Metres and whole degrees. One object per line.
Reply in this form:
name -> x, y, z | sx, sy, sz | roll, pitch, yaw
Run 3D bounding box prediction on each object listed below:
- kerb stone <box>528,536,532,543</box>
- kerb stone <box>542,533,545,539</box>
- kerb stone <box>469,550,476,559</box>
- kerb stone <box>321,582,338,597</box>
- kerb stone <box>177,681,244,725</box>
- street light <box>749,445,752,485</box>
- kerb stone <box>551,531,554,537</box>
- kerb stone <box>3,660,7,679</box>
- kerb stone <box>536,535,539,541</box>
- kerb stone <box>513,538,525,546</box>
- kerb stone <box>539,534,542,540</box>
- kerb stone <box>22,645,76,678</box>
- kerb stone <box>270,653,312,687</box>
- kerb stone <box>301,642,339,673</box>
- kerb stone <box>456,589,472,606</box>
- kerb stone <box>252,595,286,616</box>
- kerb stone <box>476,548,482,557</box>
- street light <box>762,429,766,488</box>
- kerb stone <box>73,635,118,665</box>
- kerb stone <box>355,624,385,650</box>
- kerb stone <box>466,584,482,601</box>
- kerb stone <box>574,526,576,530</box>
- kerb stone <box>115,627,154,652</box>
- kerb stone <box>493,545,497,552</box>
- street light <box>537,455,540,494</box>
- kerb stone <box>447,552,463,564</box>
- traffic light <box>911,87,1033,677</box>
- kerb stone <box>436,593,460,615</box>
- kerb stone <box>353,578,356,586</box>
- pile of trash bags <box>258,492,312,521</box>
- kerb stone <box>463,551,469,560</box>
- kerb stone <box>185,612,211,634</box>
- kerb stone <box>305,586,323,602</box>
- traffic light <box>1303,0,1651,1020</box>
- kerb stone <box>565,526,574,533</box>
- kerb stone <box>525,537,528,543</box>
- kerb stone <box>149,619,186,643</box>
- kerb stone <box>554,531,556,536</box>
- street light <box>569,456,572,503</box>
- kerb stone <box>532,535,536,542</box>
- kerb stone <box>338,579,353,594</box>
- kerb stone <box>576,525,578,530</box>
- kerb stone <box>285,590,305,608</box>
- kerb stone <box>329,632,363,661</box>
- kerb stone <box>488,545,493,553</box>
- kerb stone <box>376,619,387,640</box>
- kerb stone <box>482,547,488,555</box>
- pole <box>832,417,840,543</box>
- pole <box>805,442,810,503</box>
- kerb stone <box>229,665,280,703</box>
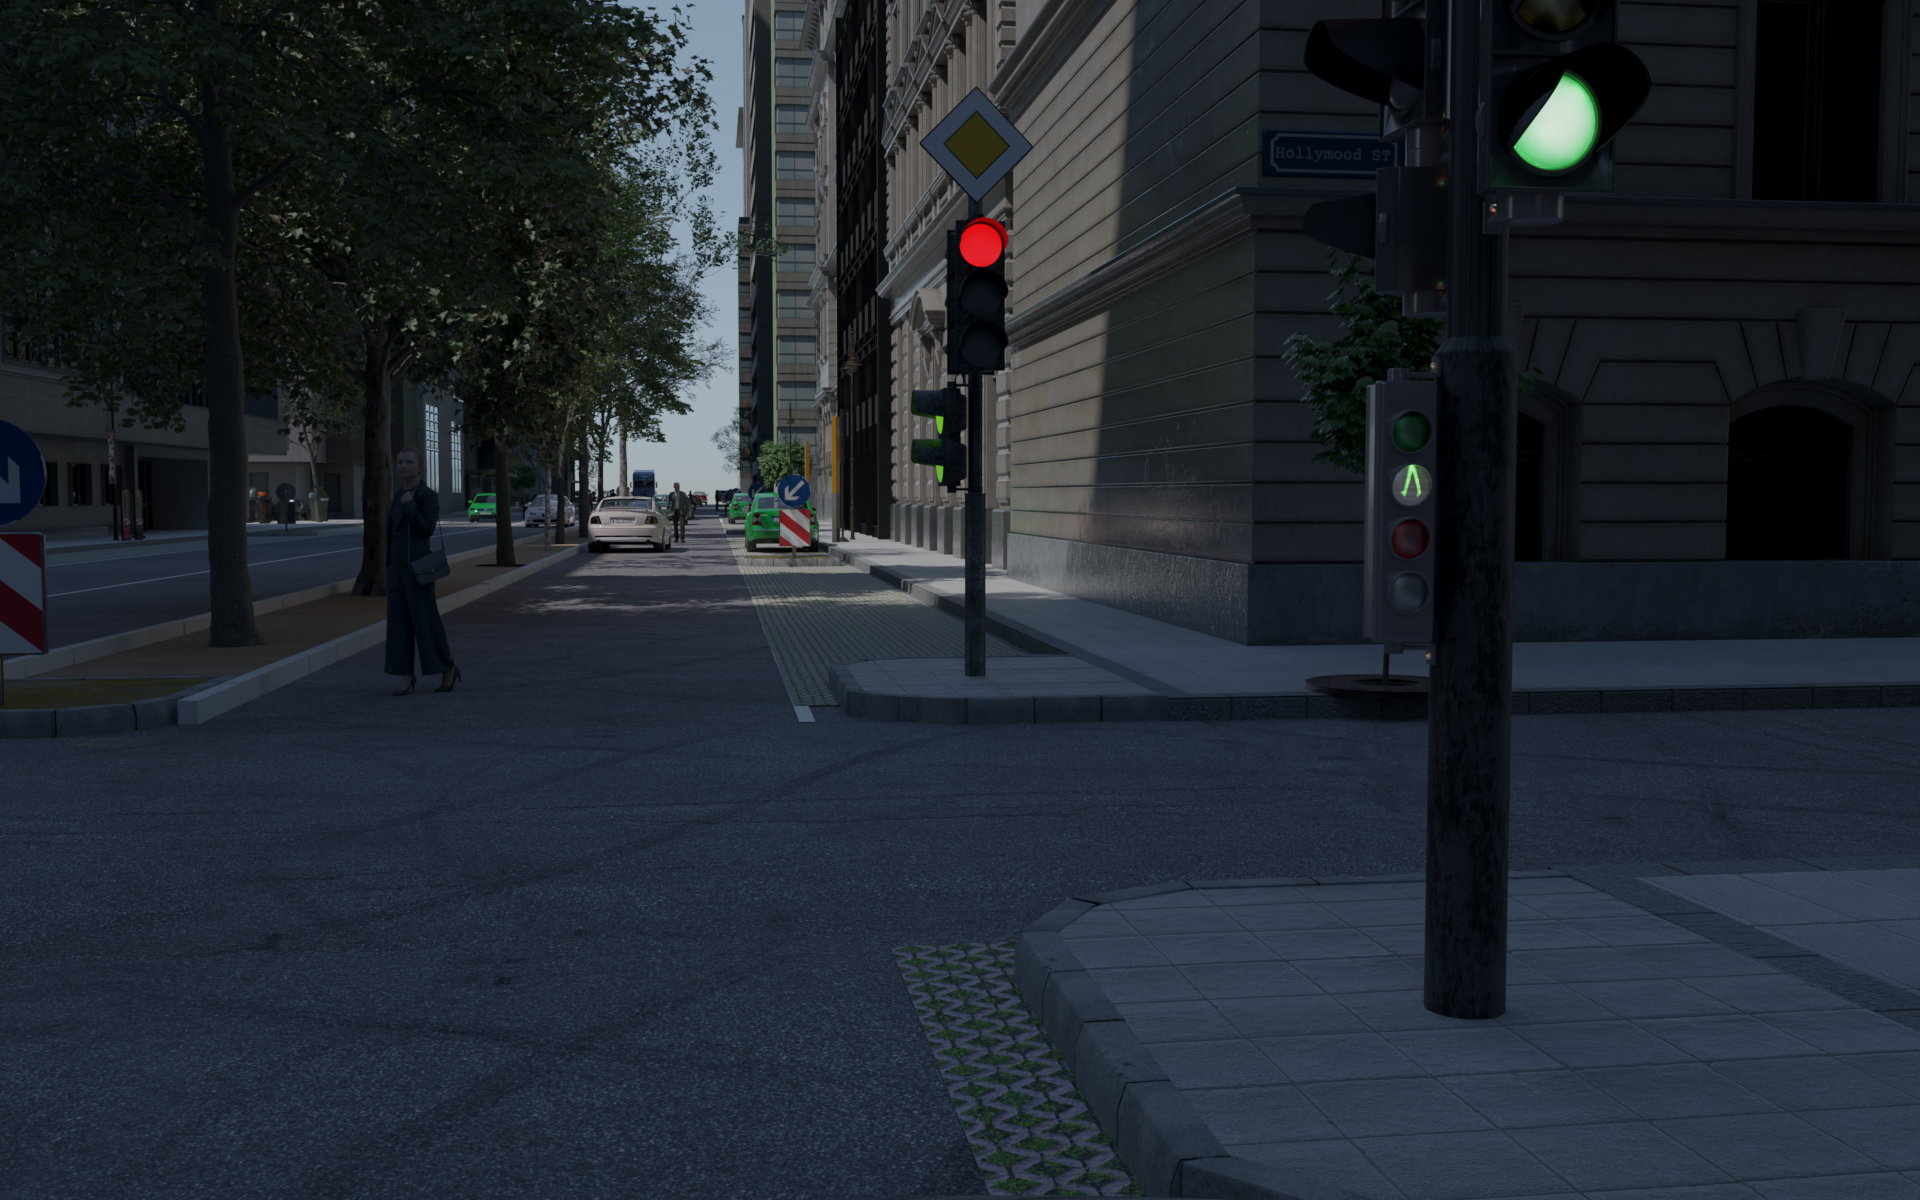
kerb stone -> -12.661, -1.728, 50.508 | 0.120, 0.150, 1.000 | -1, 4, -8
kerb stone -> -13.242, -1.978, 54.570 | 0.120, 0.150, 1.000 | -1, 4, -8
kerb stone -> -10.906, -0.988, 38.343 | 0.120, 0.150, 1.000 | -1, 4, -8
kerb stone -> -8.856, -0.116, 24.095 | 0.120, 0.150, 1.000 | -1, 4, -8
kerb stone -> -4.873, 0.670, 11.264 | 0.120, 0.150, 1.000 | -1, 4, -8
street light -> -19.535, -11.559, 161.771 | 0.468, 5.910, 1.993 | -1, 4, -8
kerb stone -> -13.683, -2.166, 57.616 | 0.120, 0.150, 1.000 | -1, 4, -8
kerb stone -> -7.239, 0.567, 12.931 | 0.120, 0.150, 1.000 | -1, 4, -8
kerb stone -> -12.951, -1.856, 52.538 | 0.120, 0.150, 1.000 | -1, 4, -8
kerb stone -> -12.365, -1.604, 48.486 | 0.120, 0.150, 1.000 | -1, 4, -8
kerb stone -> -13.104, -1.918, 53.548 | 0.120, 0.150, 1.000 | -1, 4, -8
kerb stone -> -7.386, 0.505, 13.942 | 0.120, 0.150, 1.000 | -1, 4, -8
kerb stone -> -5.170, 0.545, 13.286 | 0.120, 0.150, 1.000 | -1, 4, -8
kerb stone -> -5.316, 0.483, 14.303 | 0.120, 0.150, 1.000 | -1, 4, -8
kerb stone -> -6.484, -0.011, 22.408 | 0.120, 0.150, 1.000 | -1, 4, -8
kerb stone -> -8.414, 0.072, 21.048 | 0.120, 0.150, 1.000 | -1, 4, -8
kerb stone -> -11.056, -1.049, 39.354 | 0.120, 0.150, 1.000 | -1, 4, -8
street light -> -13.974, -9.252, 124.057 | 0.468, 5.910, 1.993 | -1, 4, -8
kerb stone -> -7.529, 0.442, 14.962 | 0.120, 0.150, 1.000 | -1, 4, -8
kerb stone -> -5.606, 0.359, 16.327 | 0.120, 0.150, 1.000 | -1, 4, -8
kerb stone -> -6.631, -0.075, 23.420 | 0.120, 0.150, 1.000 | -1, 4, -8
kerb stone -> -15.013, -2.723, 66.764 | 0.120, 0.150, 1.000 | -1, 4, -8
kerb stone -> -7.680, 0.382, 15.973 | 0.120, 0.150, 1.000 | -1, 4, -8
kerb stone -> -11.493, -1.235, 42.395 | 0.120, 0.150, 1.000 | -1, 4, -8
street light -> -40.769, -11.930, 167.835 | 0.468, 5.910, 1.993 | -1, 4, -8
kerb stone -> -10.607, -0.862, 36.297 | 0.120, 0.150, 1.000 | -1, 4, -8
traffic light -> 0.088, -1.420, 12.130 | 0.839, 4.253, 0.868 | -1, 4, -8
kerb stone -> -6.337, 0.049, 21.388 | 0.120, 0.150, 1.000 | -1, 4, -8
kerb stone -> -9.152, -0.238, 26.130 | 0.120, 0.150, 1.000 | -1, 4, -8
pile of trash bags -> -32.276, -4.426, 82.115 | 1.912, 1.369, 3.447 | 1, 4, 9
kerb stone -> -10.757, -0.925, 37.315 | 0.120, 0.150, 1.000 | -1, 4, -8
kerb stone -> -7.970, 0.261, 18.007 | 0.120, 0.150, 1.000 | -1, 4, -8
kerb stone -> -8.703, -0.050, 23.080 | 0.120, 0.150, 1.000 | -1, 4, -8
traffic light -> -0.828, -1.781, 3.788 | 4.771, 5.953, 1.251 | -1, 4, -8
kerb stone -> -14.859, -2.659, 65.743 | 0.120, 0.150, 1.000 | -1, 4, -8
kerb stone -> -12.529, -1.670, 49.495 | 0.120, 0.150, 1.000 | -1, 4, -8
kerb stone -> -7.828, 0.319, 16.984 | 0.120, 0.150, 1.000 | -1, 4, -8
kerb stone -> -13.983, -2.290, 59.641 | 0.120, 0.150, 1.000 | -1, 4, -8
street light -> -46.299, -14.259, 205.928 | 0.468, 5.910, 1.993 | -1, 4, -8
kerb stone -> -12.810, -1.794, 51.522 | 0.120, 0.150, 1.000 | -1, 4, -8
kerb stone -> -8.999, -0.178, 25.113 | 0.120, 0.150, 1.000 | -1, 4, -8
kerb stone -> -15.152, -2.786, 67.778 | 0.120, 0.150, 1.000 | -1, 4, -8
kerb stone -> -8.557, 0.008, 22.068 | 0.120, 0.150, 1.000 | -1, 4, -8
kerb stone -> -5.461, 0.421, 15.315 | 0.120, 0.150, 1.000 | -1, 4, -8
kerb stone -> -11.349, -1.174, 41.383 | 0.120, 0.150, 1.000 | -1, 4, -8
kerb stone -> -5.756, 0.297, 17.341 | 0.120, 0.150, 1.000 | -1, 4, -8
kerb stone -> -11.199, -1.108, 40.373 | 0.120, 0.150, 1.000 | -1, 4, -8
pole -> -3.272, -3.171, 45.687 | 0.158, 3.312, 0.155 | 0, 3, 0
pole -> -5.931, -4.491, 67.277 | 0.158, 3.312, 0.155 | 0, 3, 0
kerb stone -> -5.023, 0.607, 12.274 | 0.120, 0.150, 1.000 | -1, 4, -8
